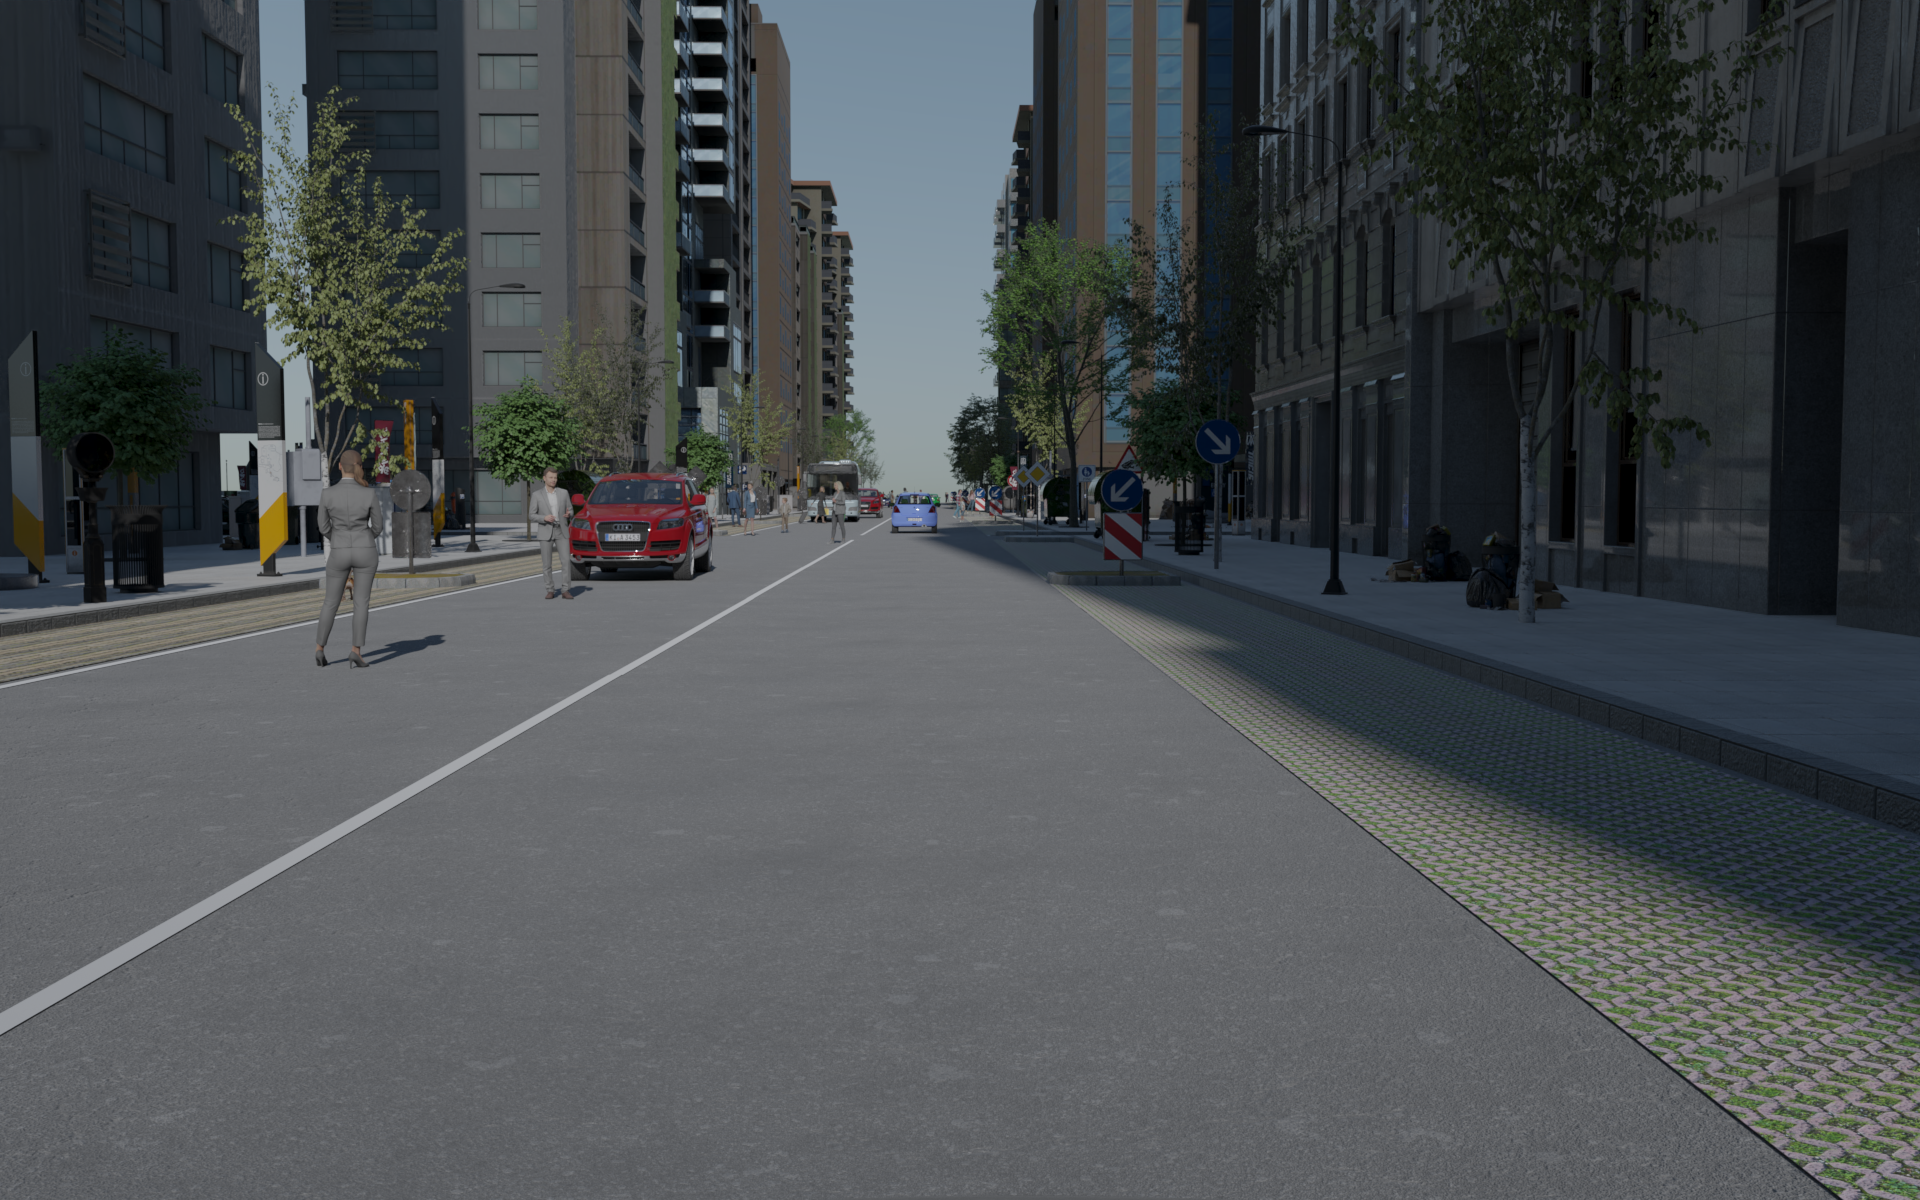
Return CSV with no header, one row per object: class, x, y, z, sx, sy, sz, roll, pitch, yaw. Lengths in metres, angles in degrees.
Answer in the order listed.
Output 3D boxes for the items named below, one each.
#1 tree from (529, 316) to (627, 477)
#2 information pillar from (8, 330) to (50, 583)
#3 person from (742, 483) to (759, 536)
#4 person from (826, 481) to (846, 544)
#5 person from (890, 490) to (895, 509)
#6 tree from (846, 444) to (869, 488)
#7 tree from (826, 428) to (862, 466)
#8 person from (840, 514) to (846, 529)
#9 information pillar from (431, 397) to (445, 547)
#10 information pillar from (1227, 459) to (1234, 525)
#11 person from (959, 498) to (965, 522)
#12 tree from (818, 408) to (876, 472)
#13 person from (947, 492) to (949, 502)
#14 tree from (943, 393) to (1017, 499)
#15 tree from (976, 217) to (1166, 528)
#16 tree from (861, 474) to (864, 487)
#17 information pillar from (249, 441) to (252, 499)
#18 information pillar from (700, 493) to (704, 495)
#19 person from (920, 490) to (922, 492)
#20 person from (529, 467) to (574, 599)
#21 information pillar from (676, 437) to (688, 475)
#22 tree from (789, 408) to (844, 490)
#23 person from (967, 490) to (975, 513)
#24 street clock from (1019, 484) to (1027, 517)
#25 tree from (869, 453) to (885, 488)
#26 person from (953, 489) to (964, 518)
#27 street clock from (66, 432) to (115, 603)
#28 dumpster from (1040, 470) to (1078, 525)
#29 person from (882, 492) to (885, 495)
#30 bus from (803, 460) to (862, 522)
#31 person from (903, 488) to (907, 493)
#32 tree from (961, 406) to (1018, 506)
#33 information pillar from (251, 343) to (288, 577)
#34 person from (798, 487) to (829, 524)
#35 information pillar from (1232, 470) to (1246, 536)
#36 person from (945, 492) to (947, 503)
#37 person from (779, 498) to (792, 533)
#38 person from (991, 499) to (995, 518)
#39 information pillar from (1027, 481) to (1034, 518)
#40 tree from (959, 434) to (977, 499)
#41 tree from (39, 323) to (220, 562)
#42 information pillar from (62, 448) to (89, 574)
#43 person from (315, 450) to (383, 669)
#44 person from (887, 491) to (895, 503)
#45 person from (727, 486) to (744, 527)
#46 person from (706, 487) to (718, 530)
tree,-15.603,-7.387,71.141,4.737,8.622,4.395,0,3,0
information pillar,-13.416,-2.052,24.905,0.504,3.616,0.183,1,4,19
person,-7.231,-3.125,59.620,0.581,1.822,0.654,-1,4,-23
person,-3.518,-2.514,49.780,0.526,1.800,0.537,-3,4,-36
person,-6.430,-9.559,164.789,0.705,1.824,1.348,-1,4,-14
tree,-14.710,-17.310,233.375,4.360,8.622,3.978,0,3,0
tree,-13.114,-14.879,193.638,4.737,8.622,4.395,0,3,0
person,-4.800,-3.564,71.016,0.306,1.304,0.590,1,4,16
information pillar,-12.609,-3.087,41.835,0.183,3.616,0.504,-3,5,-40
information pillar,11.088,-4.861,70.832,0.183,3.616,0.504,2,4,26
person,0.108,-4.593,88.273,0.352,1.250,0.332,1,4,21
tree,-13.580,-17.273,208.169,9.928,11.665,9.643,0,3,0
person,-2.140,-17.433,294.450,0.530,1.710,0.541,-2,4,-29
tree,2.768,-19.094,218.839,9.857,13.997,8.962,0,3,0
tree,4.207,-8.577,65.986,9.928,11.665,9.643,0,3,0
tree,-14.089,-14.692,223.928,4.285,4.588,4.351,0,3,0
information pillar,-31.109,-5.198,76.347,0.183,3.616,0.504,2,4,25
information pillar,-14.504,-6.429,96.476,0.504,3.616,0.183,-2,4,-31
person,-3.472,-9.056,156.437,0.599,1.838,0.709,0,4,1
person,-5.525,-0.910,23.573,0.606,1.804,0.583,-2,4,-30
information pillar,-11.249,-4.819,70.140,0.504,3.616,0.183,0,4,-8
tree,-12.866,-12.209,149.982,4.360,8.622,3.978,0,3,0
person,0.764,-7.230,127.296,0.593,1.750,0.643,-1,4,-22
street clock,3.548,-5.713,97.976,0.358,2.002,0.471,3,5,42
tree,-14.520,-18.949,260.174,4.360,8.622,3.978,0,3,0
person,-0.097,-5.712,102.727,0.643,1.720,0.563,0,4,6
street clock,-10.226,-0.969,20.421,0.358,2.002,0.471,3,4,38
dumpster,4.106,-4.234,71.715,1.502,2.255,1.985,0,4,-1
person,-11.814,-15.791,266.819,1.348,1.807,0.705,0,4,3
bus,-6.628,-5.958,92.266,2.948,3.499,13.247,0,4,-3
person,-3.043,-5.451,97.811,0.721,1.800,0.419,-1,4,-13
tree,2.938,-11.834,143.845,4.360,8.622,3.978,0,3,0
information pillar,-10.667,-2.169,26.820,0.504,3.616,0.183,1,4,20
person,-7.110,-4.615,84.171,1.509,1.804,0.699,-1,4,-13
information pillar,8.608,-2.995,53.458,0.304,2.012,0.304,-2,4,-28
person,-2.187,-16.695,282.288,0.721,1.723,1.217,2,4,25
person,-6.434,-3.123,63.836,0.475,1.303,0.640,0,4,3
person,1.987,-5.595,104.643,0.373,1.253,0.362,-2,4,-35
information pillar,3.747,-5.365,92.205,0.304,2.012,0.304,3,4,38
tree,2.118,-15.758,208.012,4.737,8.622,4.395,0,3,0
tree,-16.121,-3.040,33.417,4.285,4.588,4.351,0,3,0
information pillar,-14.129,-1.423,27.762,0.304,2.012,0.304,0,4,4
person,-5.058,-0.339,14.320,0.520,1.790,0.573,-2,4,-29
person,-9.877,-14.387,243.804,1.350,1.814,0.705,0,4,-6
person,-9.735,-4.055,74.982,0.721,1.800,0.419,1,4,17
person,-9.307,-3.399,65.071,0.512,1.701,0.522,0,4,-1
